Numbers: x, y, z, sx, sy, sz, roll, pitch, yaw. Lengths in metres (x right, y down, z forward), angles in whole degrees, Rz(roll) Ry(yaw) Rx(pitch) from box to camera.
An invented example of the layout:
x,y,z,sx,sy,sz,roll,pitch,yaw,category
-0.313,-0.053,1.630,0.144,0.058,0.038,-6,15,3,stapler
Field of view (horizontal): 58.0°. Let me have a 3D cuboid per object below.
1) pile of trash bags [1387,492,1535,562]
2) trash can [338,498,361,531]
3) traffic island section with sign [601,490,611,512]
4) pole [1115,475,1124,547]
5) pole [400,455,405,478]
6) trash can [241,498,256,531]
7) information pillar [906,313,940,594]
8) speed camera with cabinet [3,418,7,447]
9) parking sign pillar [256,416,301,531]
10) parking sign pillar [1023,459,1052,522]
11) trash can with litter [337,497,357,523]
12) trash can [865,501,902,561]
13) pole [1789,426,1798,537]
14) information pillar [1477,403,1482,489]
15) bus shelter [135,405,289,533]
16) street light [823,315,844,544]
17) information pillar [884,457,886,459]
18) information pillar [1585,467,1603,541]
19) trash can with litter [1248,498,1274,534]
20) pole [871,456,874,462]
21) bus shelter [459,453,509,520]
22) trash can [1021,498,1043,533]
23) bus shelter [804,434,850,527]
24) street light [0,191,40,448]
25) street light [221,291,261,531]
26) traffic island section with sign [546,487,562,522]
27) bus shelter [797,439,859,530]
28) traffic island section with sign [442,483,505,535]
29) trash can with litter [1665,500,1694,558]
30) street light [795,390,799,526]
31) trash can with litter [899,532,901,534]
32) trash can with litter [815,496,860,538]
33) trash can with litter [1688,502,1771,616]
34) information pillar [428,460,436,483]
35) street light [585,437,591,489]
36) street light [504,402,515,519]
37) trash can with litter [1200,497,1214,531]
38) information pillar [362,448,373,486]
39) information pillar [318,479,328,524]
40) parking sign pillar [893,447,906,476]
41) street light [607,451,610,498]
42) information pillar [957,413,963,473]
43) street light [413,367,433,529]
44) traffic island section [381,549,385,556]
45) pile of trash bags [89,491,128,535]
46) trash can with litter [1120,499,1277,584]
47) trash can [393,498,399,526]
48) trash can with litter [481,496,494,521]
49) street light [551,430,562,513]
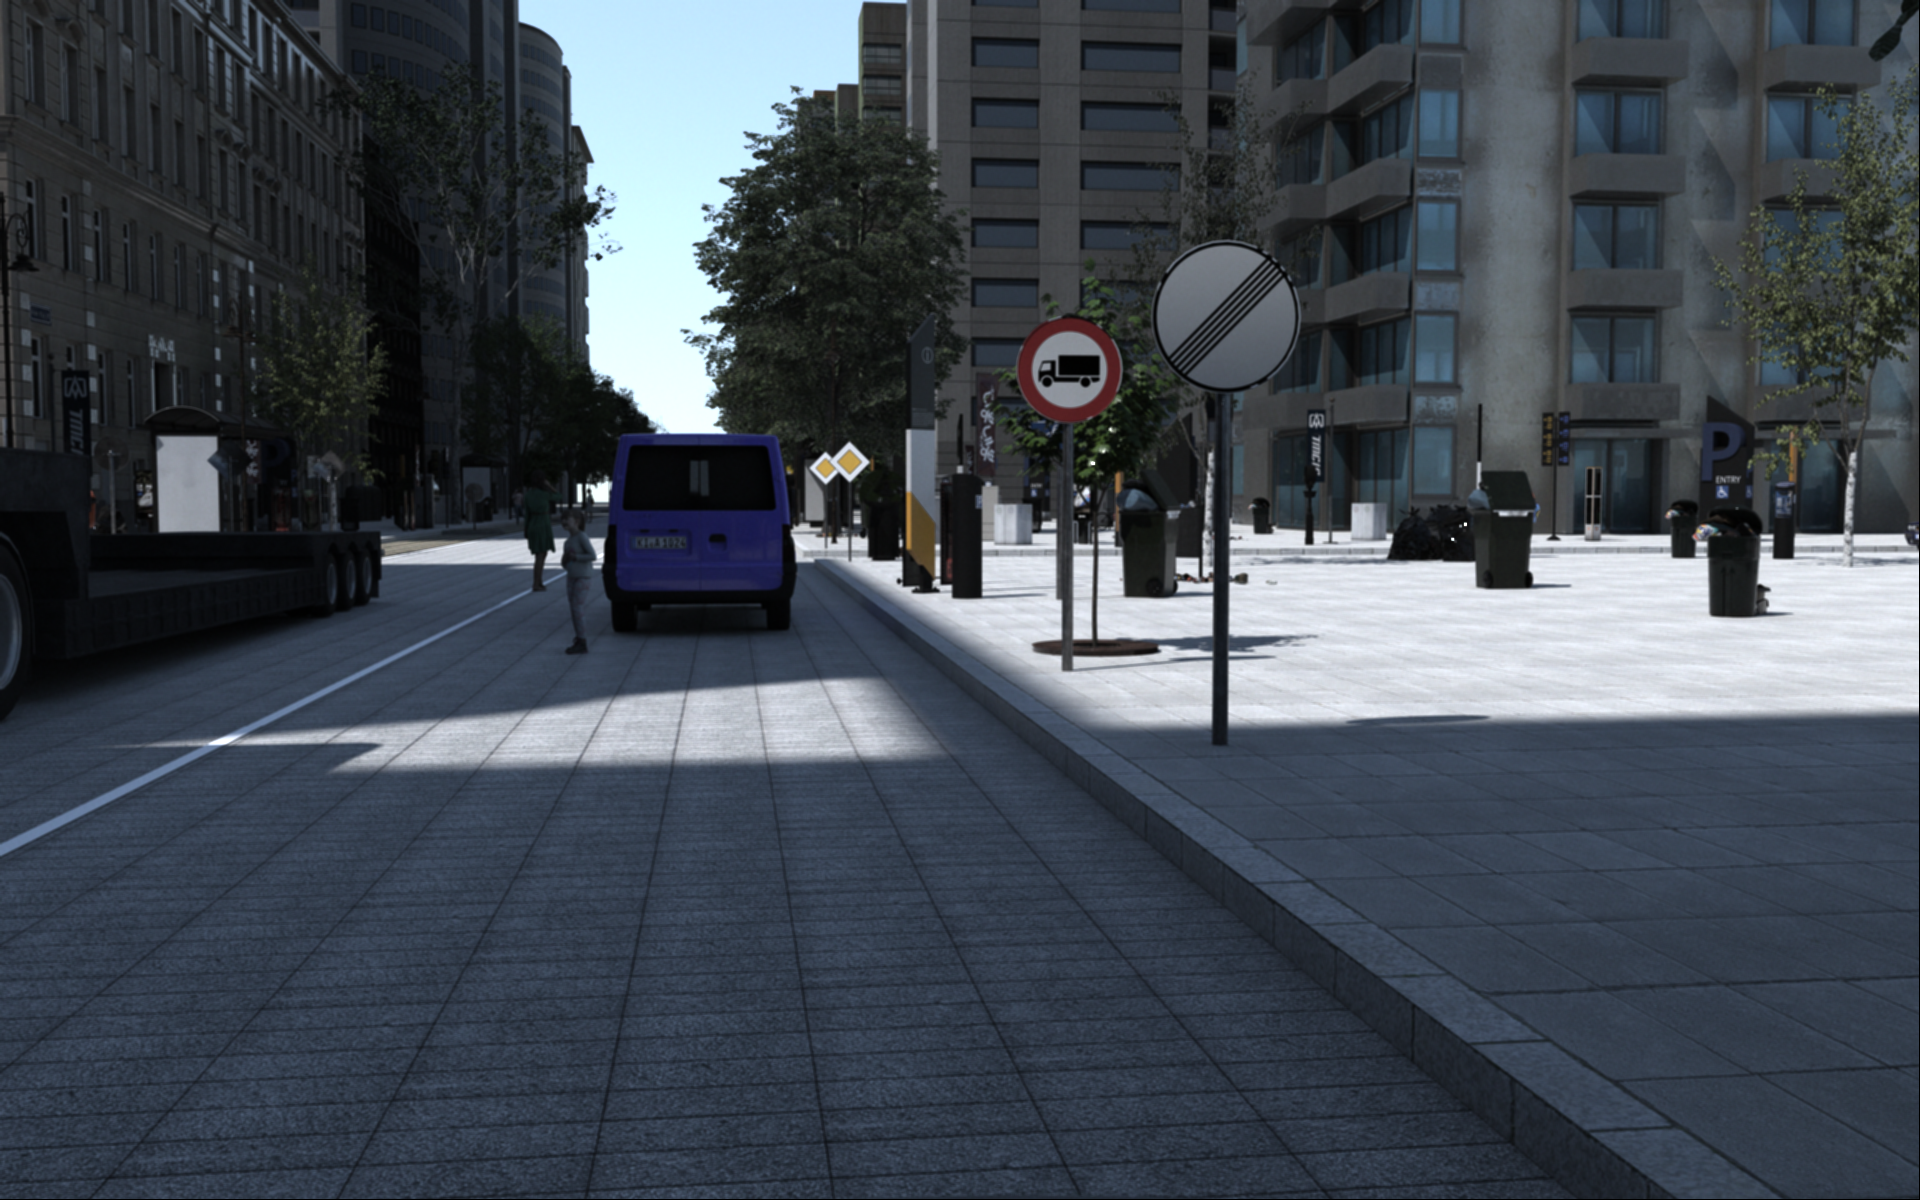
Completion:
x,y,z,sx,sy,sz,roll,pitch,yaw,category
10.166,-1.495,34.192,3.447,1.369,1.912,-2,4,-35,pile of trash bags
-20.812,-2.900,59.067,0.748,1.137,0.748,0,3,0,trash can
-27.564,-7.913,138.009,1.989,1.847,2.006,0,4,-8,traffic island section with sign
3.835,-2.922,41.611,0.158,3.312,0.155,0,3,0,pole
-29.578,-5.993,91.824,0.158,3.312,0.155,0,3,0,pole
-23.335,-2.738,56.418,0.748,1.137,0.748,0,3,0,trash can
-0.497,-1.895,22.335,0.183,3.616,0.504,3,5,40,information pillar
-25.520,-3.093,44.911,2.038,3.252,0.660,0,4,-7,speed camera with cabinet
-23.453,-4.343,59.484,1.447,3.967,1.447,1,4,11,parking sign pillar
3.587,-5.660,81.017,1.447,3.967,1.447,3,5,42,parking sign pillar
-27.582,-4.069,77.915,1.055,1.170,0.624,-1,4,-22,trash can with litter
-1.475,-1.335,33.485,0.748,1.137,0.748,0,3,0,trash can
24.926,-3.548,51.847,0.158,3.312,0.155,0,3,0,pole
13.494,-3.284,45.047,0.183,3.616,0.504,1,4,15,information pillar
-18.121,-2.959,42.305,2.014,3.302,5.546,0,4,-7,bus shelter
-3.268,-4.406,44.819,0.468,5.910,1.993,0,4,-8,street light
-4.824,-7.264,110.126,0.183,3.616,0.504,1,4,14,information pillar
17.286,-2.616,47.258,0.304,2.012,0.304,-1,4,-20,information pillar
9.737,-2.719,55.851,0.624,1.170,1.055,2,4,27,trash can with litter
-4.664,-6.018,92.241,0.158,3.312,0.155,0,3,0,pole
-24.479,-5.804,88.816,2.014,3.302,5.546,0,4,-8,bus shelter
2.364,-2.767,56.900,0.748,1.137,0.748,0,3,0,trash can
-5.450,-4.867,70.866,1.731,3.624,6.357,0,4,-8,bus shelter
-14.638,-3.294,26.640,0.468,5.910,1.993,0,4,-8,street light
-16.357,-4.082,39.529,0.468,5.910,1.993,0,4,-8,street light
-20.895,-4.879,88.395,1.989,1.847,2.006,0,4,-8,traffic island section with sign
-4.889,-4.282,63.939,2.014,3.302,5.546,0,4,-8,bus shelter
-17.294,-3.245,61.681,1.989,1.847,2.006,0,4,-8,traffic island section with sign
14.583,-1.445,35.012,0.624,1.170,1.055,1,4,22,trash can with litter
-6.475,-5.854,68.495,0.468,5.910,1.993,0,4,-8,street light
-1.820,-2.586,53.674,1.055,1.170,0.624,1,4,11,trash can with litter
-3.577,-2.513,52.140,1.678,1.210,2.233,2,4,26,trash can with litter
8.220,-0.428,18.383,0.624,1.170,1.055,3,4,37,trash can with litter
-32.591,-7.068,106.915,0.504,3.616,0.183,1,4,13,information pillar
-29.706,-10.148,138.708,0.468,5.910,1.993,0,4,-8,street light
-22.712,-7.004,87.297,0.468,5.910,1.993,0,4,-8,street light
8.786,-2.971,59.963,0.624,1.170,1.055,-2,4,-34,trash can with litter
-29.755,-5.847,86.958,0.504,3.616,0.183,-1,4,-10,information pillar
-27.720,-4.334,75.356,0.304,2.012,0.304,1,4,8,information pillar
-1.941,-4.695,65.243,1.447,3.967,1.447,3,5,44,parking sign pillar
-32.786,-11.565,161.873,0.468,5.910,1.993,0,4,-8,street light
0.004,-3.623,50.594,0.183,3.616,0.504,-1,4,-10,information pillar
-19.580,-5.533,63.249,0.468,5.910,1.993,0,4,-8,street light
-14.275,-1.042,39.311,2.009,0.180,2.903,0,4,-8,traffic island section
-20.953,-1.942,41.509,1.912,1.369,3.447,-2,4,-26,pile of trash bags
3.562,-0.869,25.270,1.678,1.210,2.233,-3,5,-44,trash can with litter
-22.383,-3.536,69.467,0.748,1.137,0.748,0,3,0,trash can
-22.434,-4.285,81.440,1.055,1.170,0.624,2,4,31,trash can with litter
-25.866,-8.420,110.451,0.468,5.910,1.993,0,4,-8,street light
